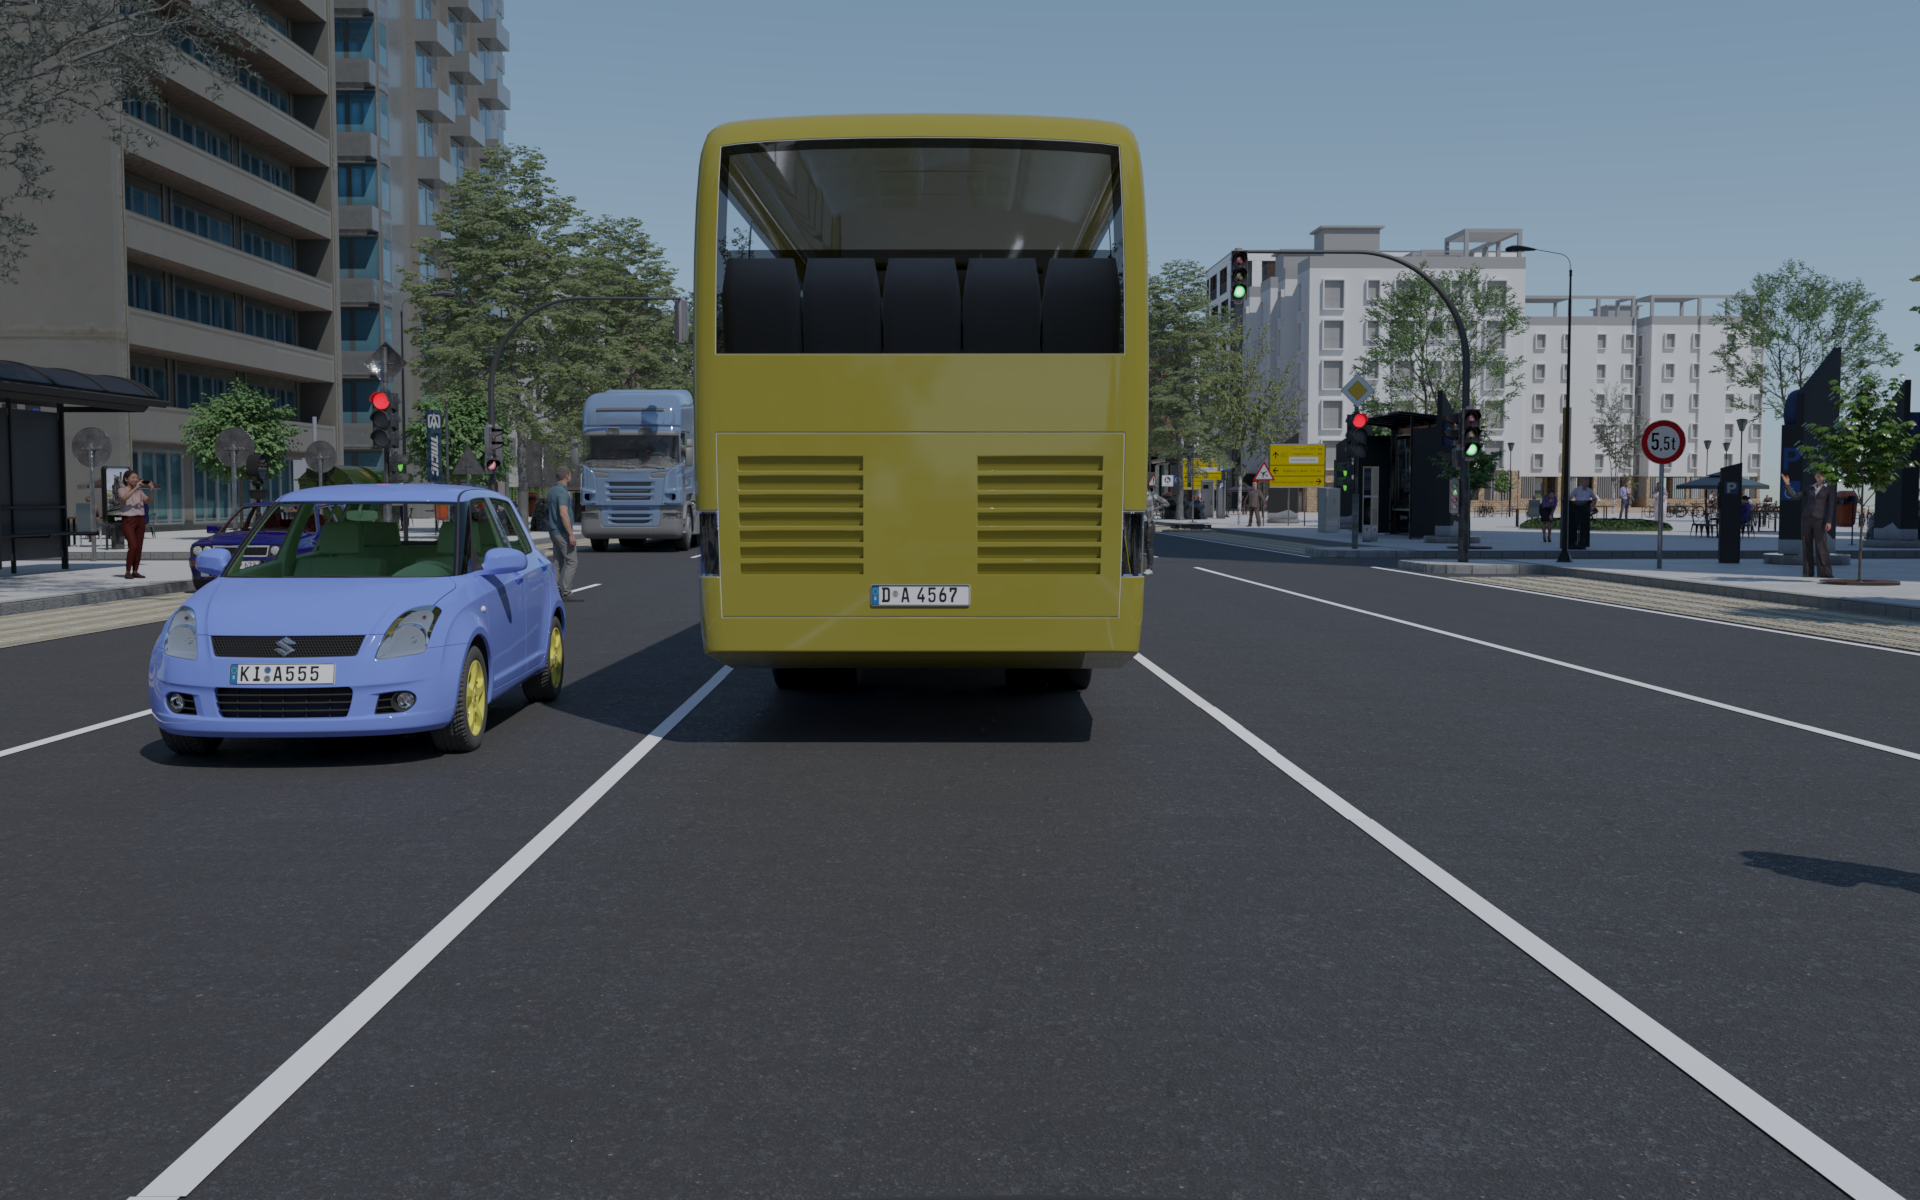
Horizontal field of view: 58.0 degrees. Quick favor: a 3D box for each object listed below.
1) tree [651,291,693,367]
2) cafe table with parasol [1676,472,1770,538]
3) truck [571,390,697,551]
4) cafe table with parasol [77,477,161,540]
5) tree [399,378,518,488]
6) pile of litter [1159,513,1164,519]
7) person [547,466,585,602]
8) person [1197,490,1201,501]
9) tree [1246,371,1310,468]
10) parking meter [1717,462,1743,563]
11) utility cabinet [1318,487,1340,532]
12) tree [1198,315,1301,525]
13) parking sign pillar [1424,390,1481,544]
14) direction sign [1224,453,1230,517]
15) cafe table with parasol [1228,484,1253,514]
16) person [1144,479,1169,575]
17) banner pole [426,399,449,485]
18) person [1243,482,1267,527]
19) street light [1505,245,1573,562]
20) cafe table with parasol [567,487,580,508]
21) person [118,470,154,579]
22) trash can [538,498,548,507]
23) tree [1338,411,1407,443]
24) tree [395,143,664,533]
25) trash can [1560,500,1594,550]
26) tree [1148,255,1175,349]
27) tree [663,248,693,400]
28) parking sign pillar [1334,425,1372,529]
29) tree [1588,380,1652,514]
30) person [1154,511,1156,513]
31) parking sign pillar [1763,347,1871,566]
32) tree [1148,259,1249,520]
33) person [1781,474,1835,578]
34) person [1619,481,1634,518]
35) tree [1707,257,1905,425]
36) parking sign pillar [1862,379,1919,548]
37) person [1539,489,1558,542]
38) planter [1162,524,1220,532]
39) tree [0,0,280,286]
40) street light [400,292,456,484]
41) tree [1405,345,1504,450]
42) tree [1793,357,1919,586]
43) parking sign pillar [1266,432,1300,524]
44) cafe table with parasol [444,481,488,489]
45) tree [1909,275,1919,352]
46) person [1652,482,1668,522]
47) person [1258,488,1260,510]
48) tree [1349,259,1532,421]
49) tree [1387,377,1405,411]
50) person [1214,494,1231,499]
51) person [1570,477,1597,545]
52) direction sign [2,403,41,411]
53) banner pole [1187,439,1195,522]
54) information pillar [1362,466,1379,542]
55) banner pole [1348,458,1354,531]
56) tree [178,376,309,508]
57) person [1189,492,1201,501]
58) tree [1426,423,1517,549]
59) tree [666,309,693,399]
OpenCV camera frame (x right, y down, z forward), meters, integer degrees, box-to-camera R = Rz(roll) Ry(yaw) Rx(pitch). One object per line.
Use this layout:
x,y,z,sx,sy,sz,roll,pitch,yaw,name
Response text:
-16.566,-16.514,125.890,12.611,20.169,13.585,0,3,0,tree
22.432,-2.820,50.980,2.610,1.966,2.610,1,4,17,cafe table with parasol
-8.199,-3.719,50.559,2.967,4.110,18.799,0,4,-1,truck
-23.923,-2.716,49.277,2.610,1.966,2.610,1,4,22,cafe table with parasol
-14.320,-4.022,49.478,4.285,4.588,4.351,0,3,0,tree
11.044,-4.725,91.217,1.719,0.858,1.176,-2,4,-31,pile of litter
-5.288,-0.890,23.186,0.434,1.807,0.598,-1,4,-23,person
16.937,-7.059,122.131,0.551,1.740,0.621,2,4,30,person
18.796,-9.309,102.567,4.360,8.622,3.978,0,3,0,tree
14.254,-1.614,32.102,0.399,1.863,0.255,1,4,17,parking meter
12.318,-3.001,57.753,0.318,1.500,1.173,2,4,35,utility cabinet
11.952,-7.467,72.442,4.737,8.622,4.395,0,3,0,tree
12.945,-3.485,45.444,1.447,3.967,1.447,3,4,38,parking sign pillar
14.656,-6.303,95.056,0.379,3.537,0.876,2,4,25,direction sign
17.780,-6.373,109.070,2.610,1.966,2.610,-1,4,-18,cafe table with parasol
3.282,-1.323,30.859,0.841,1.734,0.376,3,5,40,person
-13.655,-3.393,45.492,0.401,3.779,0.863,3,4,38,banner pole
11.530,-3.745,67.828,0.990,1.755,0.434,3,4,38,person
10.868,-3.667,32.499,1.470,5.913,1.316,0,4,-1,street light
-23.531,-6.261,107.226,2.610,1.966,2.610,0,4,-7,cafe table with parasol
-12.486,-1.148,26.277,0.517,1.644,0.566,-1,4,-20,person
-16.534,-3.514,69.108,0.748,1.137,0.748,0,3,0,trash can
16.461,-5.109,67.246,4.285,4.588,4.351,0,3,0,tree
-14.864,-8.487,56.891,7.486,12.596,7.792,0,3,0,tree
14.241,-1.734,40.009,0.748,1.137,0.748,0,3,0,trash can
11.235,-16.527,126.098,12.611,20.169,13.585,0,3,0,tree
-13.887,-9.318,70.470,7.486,12.596,7.792,0,3,0,tree
14.395,-4.590,63.522,1.447,3.967,1.447,0,4,-3,parking sign pillar
42.260,-9.850,111.416,4.360,8.622,3.978,0,3,0,tree
13.648,-6.963,119.889,1.348,1.824,0.705,3,4,39,person
15.516,-2.640,31.628,1.447,3.967,1.447,-3,4,-37,parking sign pillar
10.356,-10.171,84.426,7.486,12.596,7.792,0,3,0,tree
13.031,-1.210,26.624,0.742,1.727,0.445,1,4,16,person
28.550,-4.171,74.102,0.709,1.838,0.599,-2,4,-28,person
37.507,-9.265,77.238,9.928,11.665,9.643,0,3,0,tree
22.441,-3.240,41.446,1.447,3.967,1.447,0,4,2,parking sign pillar
15.651,-2.250,46.055,0.421,1.427,0.697,0,4,4,person
8.642,-2.696,65.224,1.991,0.319,1.994,0,4,-1,planter
-12.614,-6.589,18.095,12.009,13.543,11.850,0,3,0,tree
-12.268,-4.119,39.883,1.470,5.913,1.316,0,4,-1,street light
24.742,-8.293,85.961,4.737,8.622,4.395,0,3,0,tree
12.836,-1.841,24.697,1.663,3.219,1.824,0,3,0,tree
14.184,-5.348,75.917,1.447,3.967,1.447,1,4,16,parking sign pillar
-22.300,-4.445,77.549,2.610,1.966,2.610,0,4,-4,cafe table with parasol
31.784,-8.095,50.474,7.486,12.596,7.792,0,3,0,tree
26.463,-3.595,65.497,0.551,1.740,0.621,1,4,12,person
22.615,-7.668,132.220,0.742,1.727,0.445,2,4,32,person
20.903,-9.170,75.693,9.928,11.665,9.643,0,3,0,tree
27.404,-9.530,106.183,4.737,8.622,4.395,0,3,0,tree
21.148,-8.150,139.260,1.348,1.831,0.705,0,4,-1,person
15.711,-2.245,43.683,0.756,1.711,0.436,0,4,7,person
-23.502,-3.147,43.456,0.876,3.537,0.379,-1,4,-13,direction sign
10.470,-5.415,78.545,0.401,3.779,0.863,-1,4,-16,banner pole
10.968,-2.556,46.286,0.304,2.012,0.304,-3,5,-42,information pillar
13.750,-4.311,60.495,0.401,3.779,0.863,2,4,24,banner pole
-20.042,-3.960,48.466,4.285,4.588,4.351,0,3,0,tree
16.085,-6.655,118.116,1.065,1.426,0.557,0,4,-4,person
12.023,-2.808,40.506,1.663,3.219,1.824,0,3,0,tree
-14.611,-12.439,110.038,9.857,13.997,8.962,0,3,0,tree
